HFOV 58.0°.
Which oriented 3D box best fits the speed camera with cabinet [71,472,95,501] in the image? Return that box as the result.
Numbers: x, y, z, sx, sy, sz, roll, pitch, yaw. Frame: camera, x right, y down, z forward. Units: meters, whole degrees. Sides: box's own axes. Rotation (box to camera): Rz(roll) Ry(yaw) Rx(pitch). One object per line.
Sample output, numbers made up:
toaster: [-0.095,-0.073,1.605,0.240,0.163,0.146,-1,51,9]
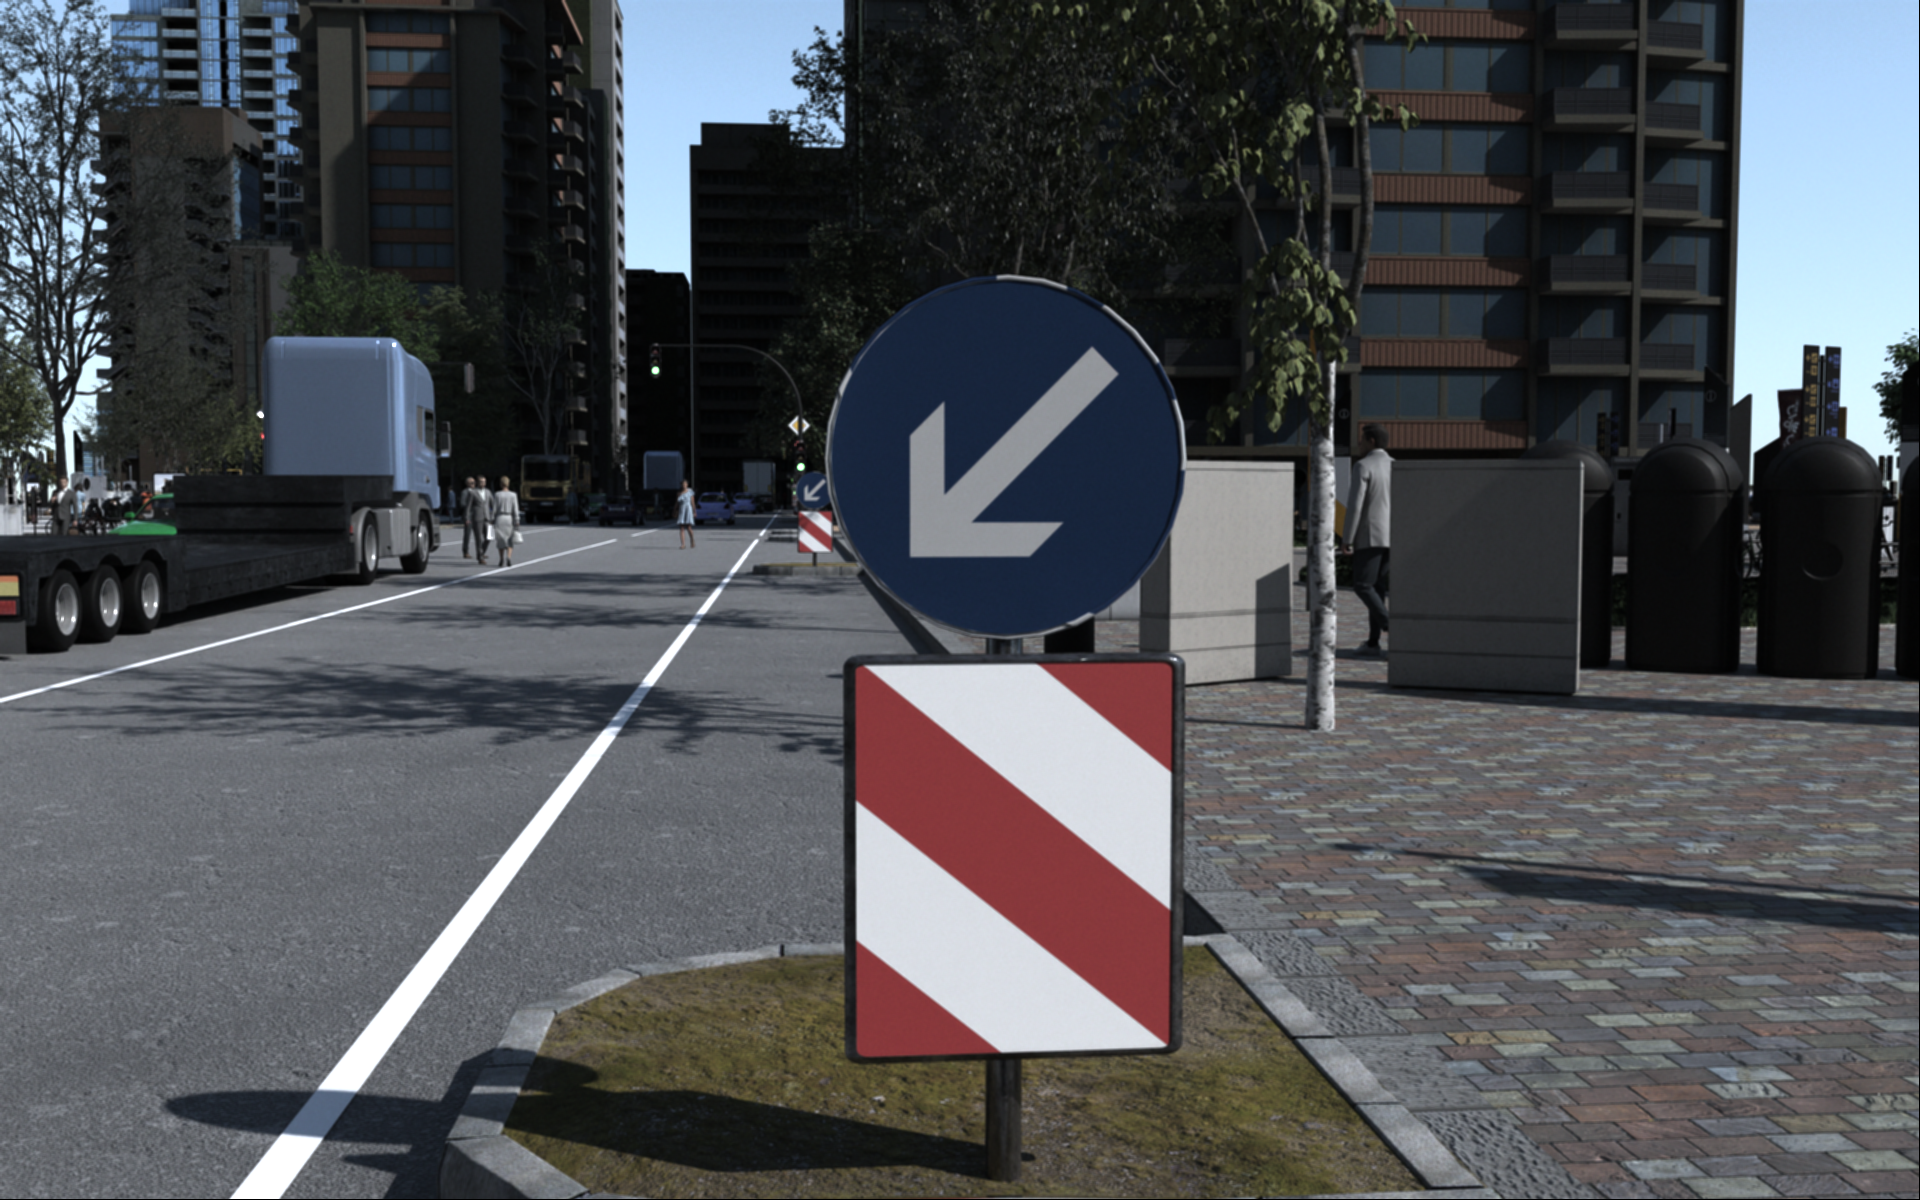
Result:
speed camera with cabinet: [-39.197,-5.028,76.539,0.660,3.252,2.038,0,4,-1]

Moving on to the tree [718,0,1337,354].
tree: [0.746,-5.523,24.718,8.767,10.594,7.601,0,4,-8]

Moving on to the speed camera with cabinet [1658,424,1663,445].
speed camera with cabinet: [20.505,-3.343,48.991,2.038,3.252,0.660,1,4,17]

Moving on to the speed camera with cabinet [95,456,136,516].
speed camera with cabinet: [-45.126,-5.977,92.062,2.038,3.252,0.660,-2,4,-33]

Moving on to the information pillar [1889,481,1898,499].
information pillar: [52.570,-5.693,97.579,0.304,2.012,0.304,-2,4,-30]

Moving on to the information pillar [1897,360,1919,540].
information pillar: [15.260,-2.217,27.600,0.504,3.616,0.183,2,4,34]

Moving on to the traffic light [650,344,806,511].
traffic light: [-6.981,-4.774,52.725,4.771,5.953,1.251,0,4,-6]

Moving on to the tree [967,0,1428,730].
tree: [1.731,-3.600,9.216,4.737,8.622,4.395,0,3,0]

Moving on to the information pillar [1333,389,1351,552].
information pillar: [8.494,-2.896,38.696,0.504,3.616,0.183,1,4,19]

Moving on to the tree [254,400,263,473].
tree: [-51.644,-10.696,125.246,4.737,8.622,4.395,0,3,0]

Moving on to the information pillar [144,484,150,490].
information pillar: [-57.491,-7.217,122.495,0.304,2.012,0.304,-1,4,-15]

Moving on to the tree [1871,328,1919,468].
tree: [17.338,-2.805,29.571,4.285,4.588,4.351,0,3,0]

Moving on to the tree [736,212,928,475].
tree: [-4.306,-9.398,70.668,9.611,12.733,9.660,0,3,0]

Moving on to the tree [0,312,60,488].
tree: [-35.332,-6.978,64.455,4.737,8.622,4.395,0,3,0]

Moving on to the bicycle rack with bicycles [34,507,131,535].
bicycle rack with bicycles: [-24.467,-2.163,48.752,2.852,0.926,2.925,2,4,35]

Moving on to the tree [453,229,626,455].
tree: [-30.847,-16.550,126.484,12.611,20.169,13.585,0,3,0]

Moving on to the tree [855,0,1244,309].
tree: [0.750,-4.091,17.243,4.360,8.622,3.978,0,3,0]

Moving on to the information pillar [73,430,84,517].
information pillar: [-32.466,-4.432,63.811,0.183,3.616,0.504,0,4,-2]

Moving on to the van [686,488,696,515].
van: [-19.170,-6.974,121.032,2.013,2.044,4.112,0,4,-4]

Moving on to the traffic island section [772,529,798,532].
traffic island section: [-5.636,-2.376,61.133,2.009,0.180,2.903,0,4,-6]

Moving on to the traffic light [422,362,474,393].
traffic light: [-19.190,-5.203,59.731,4.771,5.953,1.251,0,4,-6]

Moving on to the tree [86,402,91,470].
tree: [-50.902,-9.401,104.063,4.360,8.622,3.978,0,3,0]

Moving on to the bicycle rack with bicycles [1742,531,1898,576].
bicycle rack with bicycles: [12.253,-0.689,24.649,2.925,0.926,2.852,-1,4,-9]

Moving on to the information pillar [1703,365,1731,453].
information pillar: [13.690,-2.451,31.428,0.183,3.616,0.504,-2,4,-34]

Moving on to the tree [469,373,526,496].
tree: [-28.341,-9.463,105.089,4.737,8.622,4.395,0,3,0]

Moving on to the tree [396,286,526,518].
tree: [-27.711,-10.798,94.678,7.486,12.596,7.792,0,3,0]

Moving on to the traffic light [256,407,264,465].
traffic light: [-20.494,-3.830,51.547,0.839,4.253,0.868,0,4,-6]

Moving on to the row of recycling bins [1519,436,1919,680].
row of recycling bins: [5.765,-0.332,12.548,3.534,1.692,1.069,2,4,25]

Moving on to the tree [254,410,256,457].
tree: [-50.885,-10.258,118.082,4.737,8.622,4.395,0,3,0]

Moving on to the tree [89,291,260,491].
tree: [-28.026,-6.813,61.760,4.360,8.622,3.978,0,3,0]

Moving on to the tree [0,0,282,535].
tree: [-21.846,-8.042,41.851,12.009,13.543,11.850,0,3,0]

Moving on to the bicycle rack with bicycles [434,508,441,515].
bicycle rack with bicycles: [-32.683,-5.769,107.711,2.925,0.926,2.852,2,4,30]

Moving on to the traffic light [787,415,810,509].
traffic light: [-5.677,-4.409,61.015,0.839,4.253,0.868,0,4,-6]

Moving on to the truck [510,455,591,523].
truck: [-20.328,-5.582,87.189,3.469,3.379,9.791,0,4,-7]

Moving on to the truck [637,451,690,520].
truck: [-18.050,-6.911,102.748,2.967,4.110,18.799,0,4,-5]

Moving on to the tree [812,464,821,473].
tree: [-7.106,-7.322,103.425,4.285,4.588,4.351,0,3,0]

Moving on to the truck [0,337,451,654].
truck: [-10.140,-2.091,23.950,2.967,4.110,18.799,0,4,-6]

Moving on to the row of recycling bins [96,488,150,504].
row of recycling bins: [-55.230,-6.573,114.576,3.534,1.692,1.069,0,4,8]

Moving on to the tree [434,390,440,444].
tree: [-35.567,-9.922,112.589,4.737,8.622,4.395,0,3,0]

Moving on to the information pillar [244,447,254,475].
information pillar: [-34.984,-5.744,85.270,0.504,3.616,0.183,1,4,19]

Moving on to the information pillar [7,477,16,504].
information pillar: [-40.106,-4.208,73.286,0.304,2.012,0.304,-1,4,-20]

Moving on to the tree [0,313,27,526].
tree: [-37.991,-7.318,70.015,4.360,8.622,3.978,0,3,0]

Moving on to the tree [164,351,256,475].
tree: [-39.893,-8.572,90.507,4.737,8.622,4.395,0,3,0]

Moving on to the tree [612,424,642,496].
tree: [-35.400,-14.202,182.567,4.360,8.622,3.978,0,3,0]

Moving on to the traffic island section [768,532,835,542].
traffic island section: [-4.866,-1.890,53.185,2.009,0.180,2.903,0,4,-6]

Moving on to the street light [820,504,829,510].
street light: [-8.721,-8.262,107.628,1.470,5.913,1.316,0,4,-6]

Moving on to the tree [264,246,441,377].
tree: [-25.872,-9.070,74.043,9.928,11.665,9.643,0,3,0]
